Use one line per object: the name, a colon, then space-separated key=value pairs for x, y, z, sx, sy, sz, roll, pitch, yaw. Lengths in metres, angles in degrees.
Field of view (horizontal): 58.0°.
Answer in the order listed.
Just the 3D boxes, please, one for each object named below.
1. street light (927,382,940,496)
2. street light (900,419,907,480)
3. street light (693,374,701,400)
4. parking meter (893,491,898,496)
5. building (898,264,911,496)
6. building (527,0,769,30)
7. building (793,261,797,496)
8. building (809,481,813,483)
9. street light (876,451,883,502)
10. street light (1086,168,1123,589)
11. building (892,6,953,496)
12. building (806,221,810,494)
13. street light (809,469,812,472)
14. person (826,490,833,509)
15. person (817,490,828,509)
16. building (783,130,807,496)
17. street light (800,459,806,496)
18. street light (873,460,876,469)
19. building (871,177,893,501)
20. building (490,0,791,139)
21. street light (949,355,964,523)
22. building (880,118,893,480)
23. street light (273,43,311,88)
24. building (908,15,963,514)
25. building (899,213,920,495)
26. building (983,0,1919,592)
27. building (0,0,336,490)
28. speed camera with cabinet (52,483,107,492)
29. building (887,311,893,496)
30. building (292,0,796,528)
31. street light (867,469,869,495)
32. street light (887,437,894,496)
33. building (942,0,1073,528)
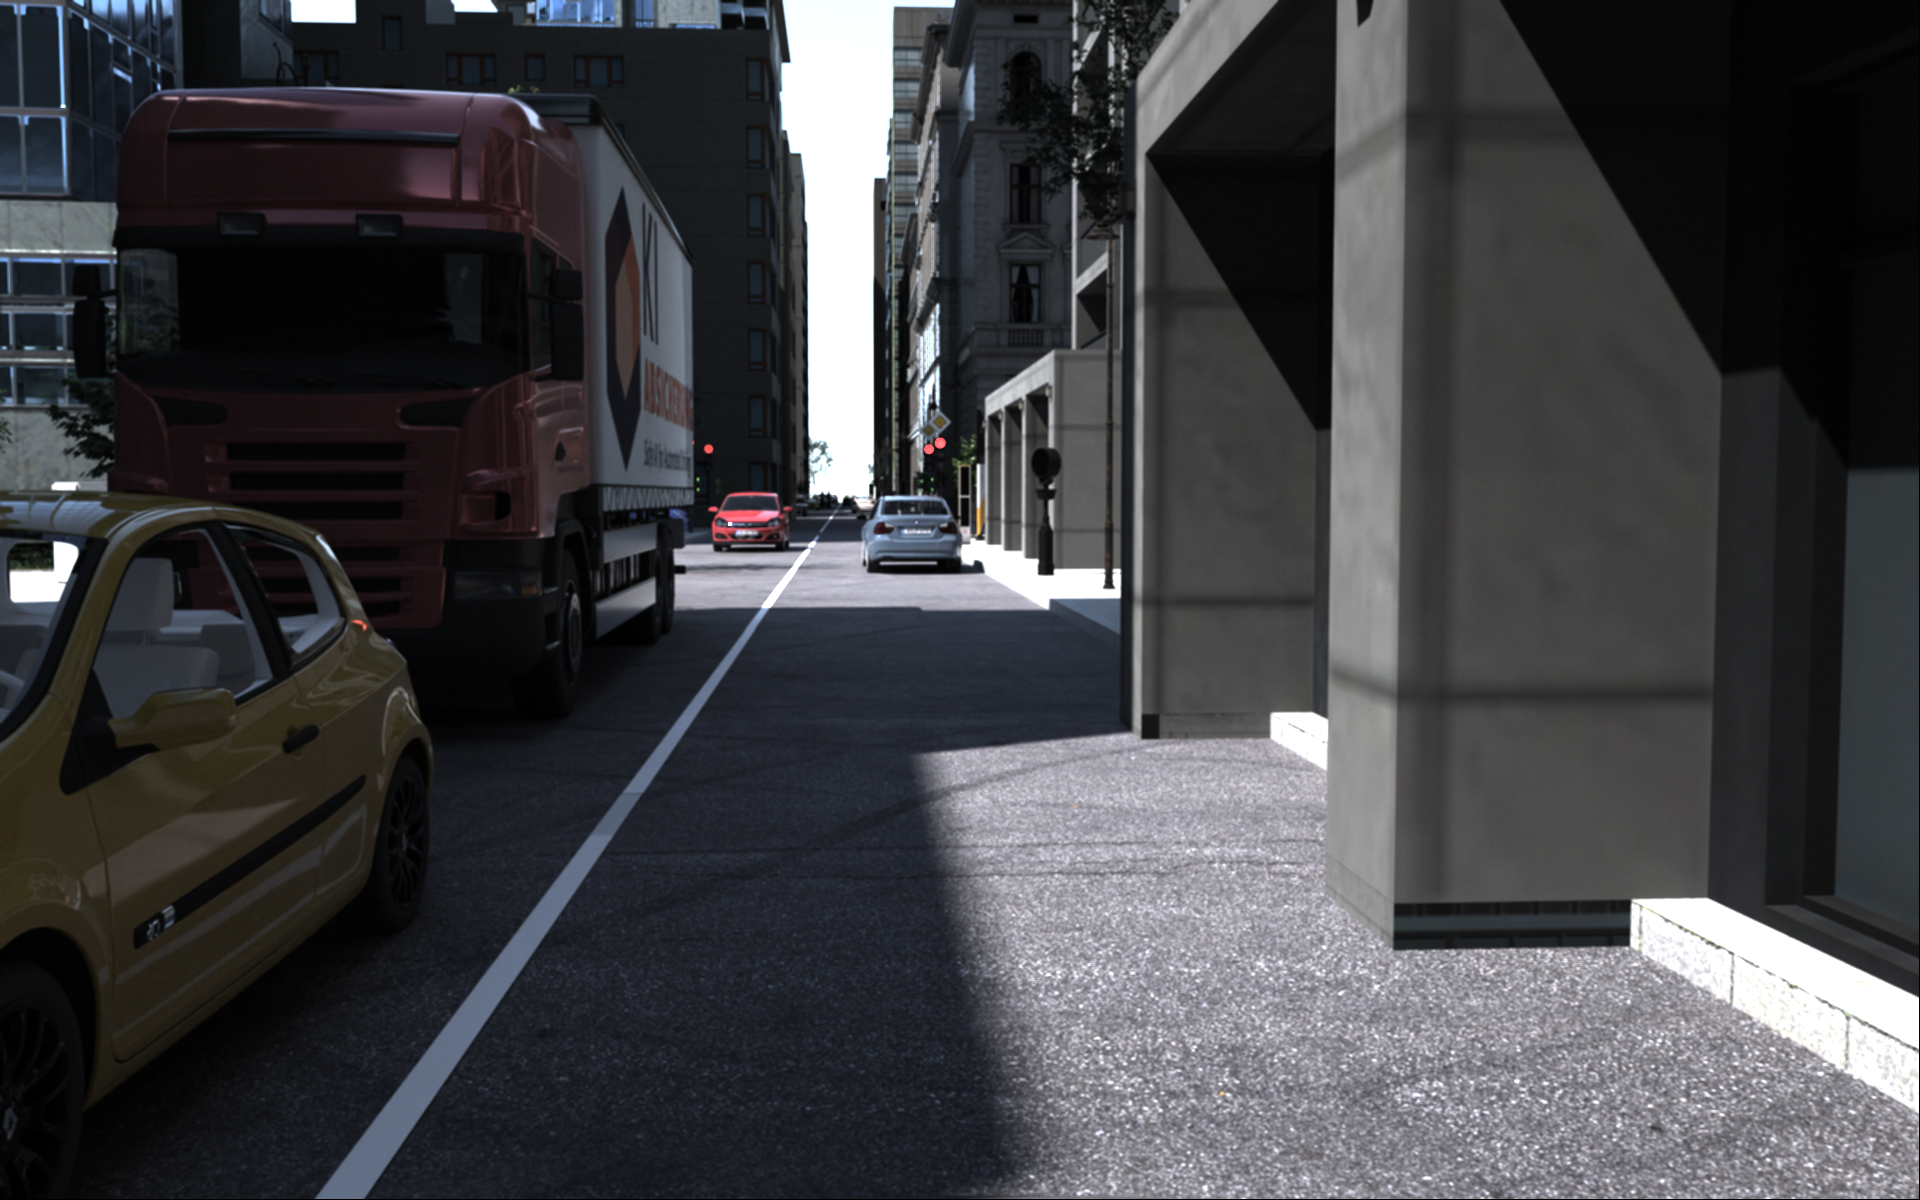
street light: x=-1.103 y=-6.047 z=71.654 sx=0.468 sy=5.910 sz=1.993 roll=0 pitch=4 yaw=-4
street light: x=-3.449 y=-8.159 z=106.179 sx=0.468 sy=5.910 sz=1.993 roll=0 pitch=4 yaw=-4
street light: x=-9.956 y=-5.697 z=65.940 sx=0.468 sy=5.910 sz=1.993 roll=0 pitch=4 yaw=-4
parking meter: x=-4.909 y=-7.510 z=131.191 sx=0.372 sy=1.533 sz=0.369 roll=0 pitch=3 yaw=0
building: x=1.634 y=-18.595 z=133.713 sx=12.332 sy=23.373 sz=15.834 roll=0 pitch=4 yaw=-4
building: x=-26.723 y=-51.436 z=153.646 sx=22.319 sy=86.520 sz=31.000 roll=0 pitch=4 yaw=-4
building: x=-26.745 y=-26.554 z=205.851 sx=14.160 sy=30.474 sz=14.107 roll=0 pitch=4 yaw=-4
building: x=-35.469 y=-40.034 z=274.167 sx=23.786 sy=49.044 sz=30.456 roll=0 pitch=4 yaw=-4
street light: x=-8.317 y=-12.819 z=182.377 sx=0.468 sy=5.910 sz=1.993 roll=0 pitch=4 yaw=-4
street light: x=2.012 y=-3.086 z=23.241 sx=0.468 sy=5.910 sz=1.993 roll=0 pitch=4 yaw=-4
building: x=1.130 y=-28.516 z=149.831 sx=14.154 sy=41.232 sz=14.086 roll=0 pitch=4 yaw=-4
building: x=-29.168 y=-34.751 z=251.775 sx=14.154 sy=41.232 sz=14.086 roll=0 pitch=4 yaw=-4
street light: x=-22.525 y=-17.582 z=260.248 sx=0.468 sy=5.910 sz=1.993 roll=0 pitch=4 yaw=-4
person: x=-12.726 y=-9.770 z=168.332 sx=0.705 sy=1.812 sz=1.348 roll=-2 pitch=4 yaw=-33
person: x=-13.010 y=-9.475 z=163.433 sx=1.348 sy=1.823 sz=0.705 roll=2 pitch=4 yaw=26
building: x=-31.642 y=-37.281 z=233.244 sx=21.300 sy=48.544 sz=21.600 roll=0 pitch=4 yaw=-4
street light: x=-20.273 y=-15.483 z=225.938 sx=0.468 sy=5.910 sz=1.993 roll=0 pitch=4 yaw=-4
street light: x=-10.462 y=-14.926 z=216.833 sx=0.468 sy=5.910 sz=1.993 roll=0 pitch=4 yaw=-4
building: x=-5.007 y=-36.018 z=239.007 sx=14.600 sy=45.320 sz=14.200 roll=0 pitch=4 yaw=-4
building: x=-32.580 y=-36.366 z=183.826 sx=28.713 sy=52.752 sz=27.495 roll=0 pitch=4 yaw=-4
street light: x=-0.133 y=-5.196 z=57.737 sx=0.468 sy=5.910 sz=1.993 roll=0 pitch=4 yaw=-4
building: x=2.707 y=-35.616 z=201.934 sx=23.786 sy=49.044 sz=30.456 roll=0 pitch=4 yaw=-4
street light: x=-6.880 y=-2.788 z=18.378 sx=0.468 sy=5.910 sz=1.993 roll=0 pitch=4 yaw=-4
building: x=3.917 y=-17.987 z=91.349 sx=12.463 sy=27.353 sz=25.104 roll=0 pitch=4 yaw=-4
building: x=2.087 y=-17.052 z=114.957 sx=11.583 sy=22.565 sz=21.152 roll=0 pitch=4 yaw=-4
building: x=11.479 y=-36.342 z=32.447 sx=20.563 sy=71.187 sz=20.611 roll=0 pitch=4 yaw=-4
building: x=-32.021 y=-44.827 z=45.596 sx=31.000 sy=86.520 sz=22.319 roll=0 pitch=4 yaw=-4
speed camera with cabinet: x=-12.279 y=-1.907 z=25.512 sx=0.660 sy=3.252 sz=2.038 roll=2 pitch=4 yaw=27
building: x=6.902 y=-20.038 z=172.658 sx=27.650 sy=21.520 sz=28.899 roll=0 pitch=4 yaw=-4
building: x=-21.782 y=-14.268 z=78.320 sx=27.650 sy=21.520 sz=28.899 roll=0 pitch=4 yaw=-4
street light: x=-13.676 y=-17.920 z=265.784 sx=0.468 sy=5.910 sz=1.993 roll=0 pitch=4 yaw=-4
street light: x=-6.016 y=-10.695 z=147.652 sx=0.468 sy=5.910 sz=1.993 roll=0 pitch=4 yaw=-4
building: x=9.518 y=-14.807 z=70.973 sx=19.941 sy=23.489 sz=11.050 roll=0 pitch=4 yaw=-4
